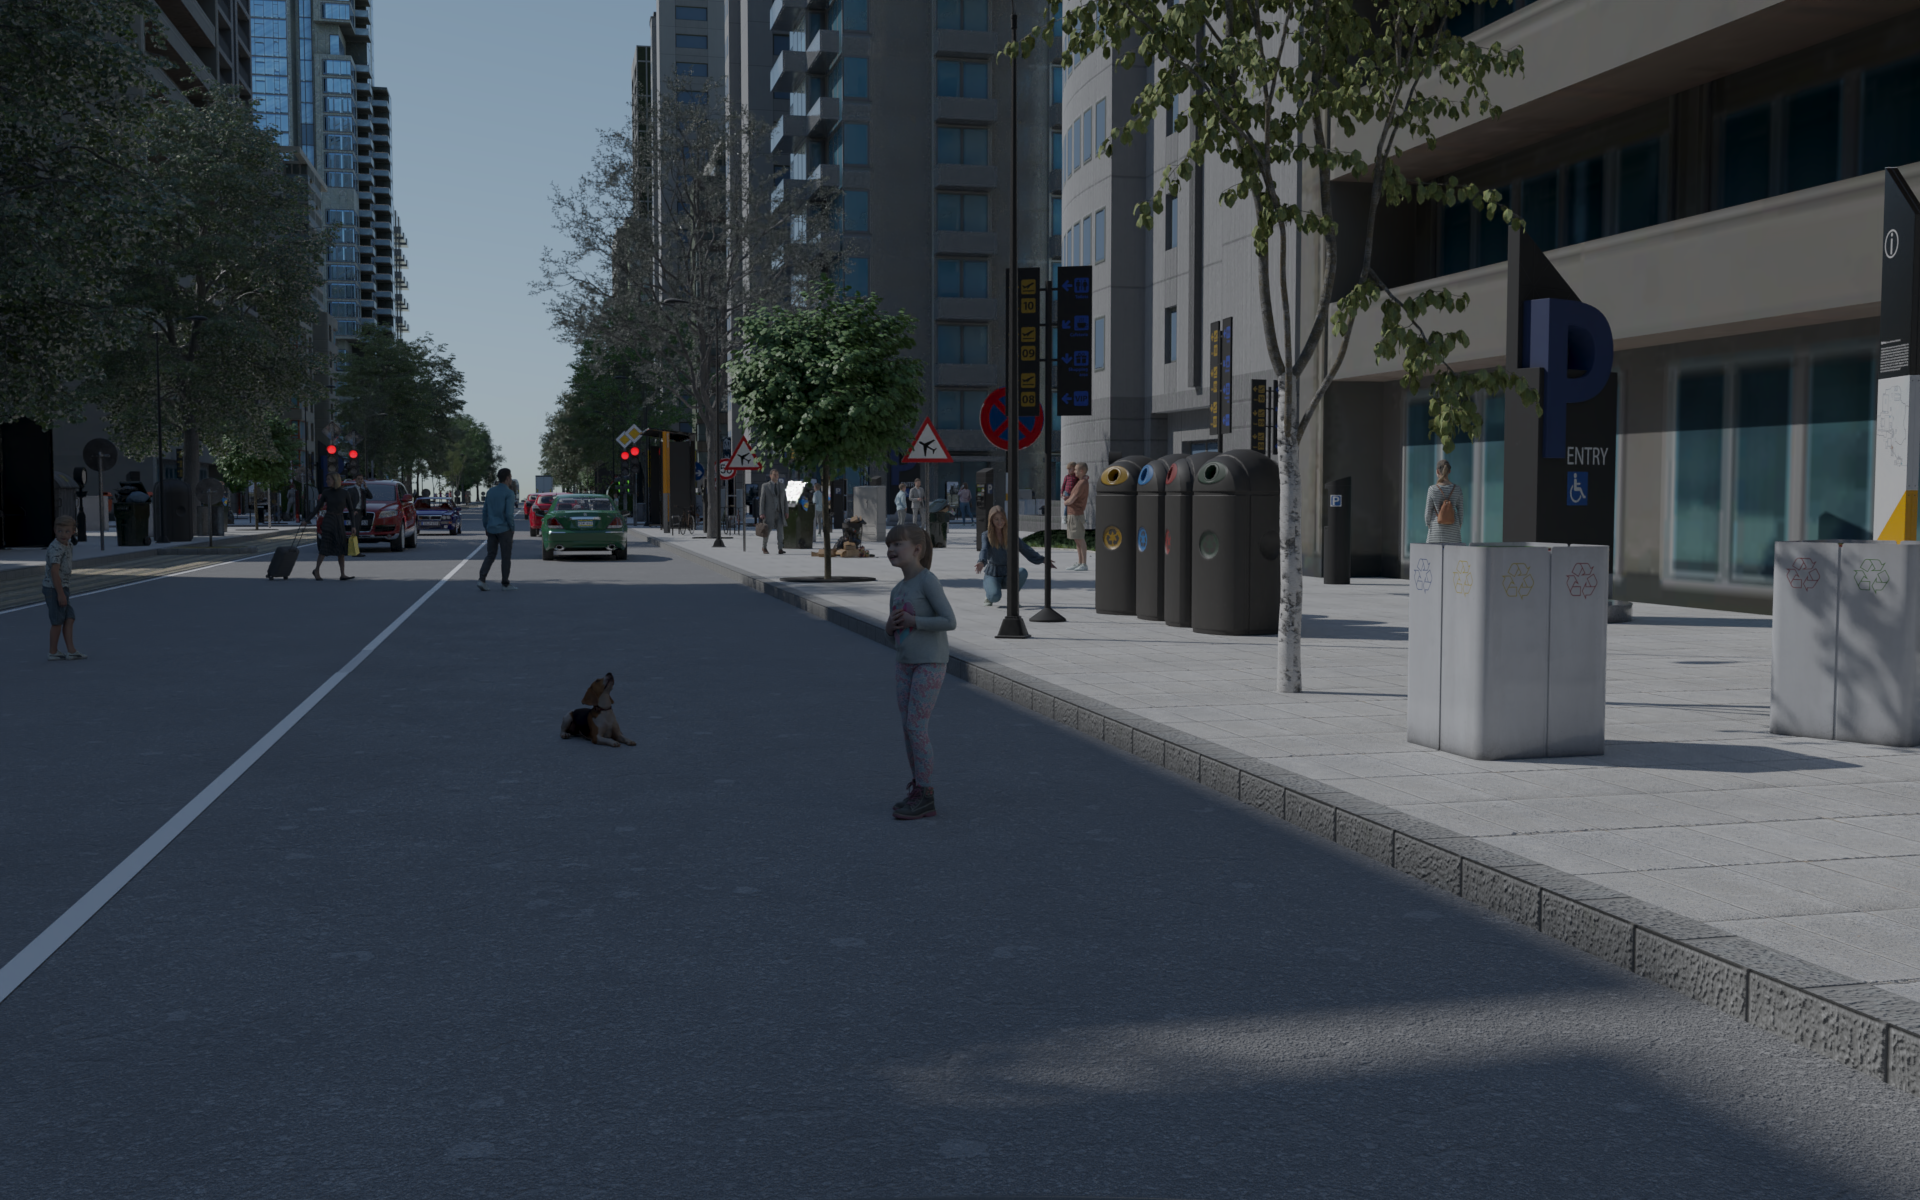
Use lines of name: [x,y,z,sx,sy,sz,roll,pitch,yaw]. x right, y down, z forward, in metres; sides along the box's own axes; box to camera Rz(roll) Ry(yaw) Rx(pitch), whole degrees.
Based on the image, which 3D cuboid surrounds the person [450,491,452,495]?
person: [-77.566,-15.739,264.049,0.551,1.740,0.621,1,4,19]

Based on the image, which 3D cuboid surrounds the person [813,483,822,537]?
person: [-4.274,-2.700,51.994,0.330,1.601,0.589,3,5,42]

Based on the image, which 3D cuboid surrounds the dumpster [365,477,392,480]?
dumpster: [-28.204,-4.849,84.230,1.985,2.255,1.502,-1,4,-12]

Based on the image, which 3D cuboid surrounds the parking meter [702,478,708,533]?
parking meter: [-8.264,-3.131,56.908,0.399,1.863,0.255,-1,4,-21]

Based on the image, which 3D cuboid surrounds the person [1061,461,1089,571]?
person: [1.959,-1.410,29.079,0.580,1.828,0.573,3,5,39]

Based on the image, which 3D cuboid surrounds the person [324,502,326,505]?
person: [-28.688,-4.173,78.544,0.425,1.301,0.394,1,4,13]

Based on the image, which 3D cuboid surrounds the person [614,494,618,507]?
person: [-18.174,-4.978,91.679,0.306,1.304,0.590,2,4,35]

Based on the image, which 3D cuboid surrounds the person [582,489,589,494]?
person: [-34.578,-9.413,159.940,1.348,1.824,0.705,-2,4,-25]

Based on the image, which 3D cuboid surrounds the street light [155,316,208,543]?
street light: [-20.306,-4.444,45.204,1.470,5.913,1.316,-1,4,-14]

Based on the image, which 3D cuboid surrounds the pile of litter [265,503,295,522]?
pile of litter: [-32.019,-4.098,80.974,1.719,0.858,1.176,-1,4,-19]

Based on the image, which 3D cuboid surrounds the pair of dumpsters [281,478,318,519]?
pair of dumpsters: [-33.866,-5.264,88.552,1.574,2.255,4.437,-1,4,-13]

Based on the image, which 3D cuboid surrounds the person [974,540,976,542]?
person: [0.683,-2.453,46.331,0.526,1.800,0.537,-1,4,-20]

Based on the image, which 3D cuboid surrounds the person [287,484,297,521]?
person: [-32.330,-4.732,83.685,0.573,1.790,0.520,2,4,31]

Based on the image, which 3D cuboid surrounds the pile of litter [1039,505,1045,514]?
pile of litter: [3.498,-3.364,68.972,1.719,0.858,1.176,3,4,37]

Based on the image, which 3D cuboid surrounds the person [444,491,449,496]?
person: [-79.448,-16.039,268.370,1.350,1.814,0.705,3,4,36]

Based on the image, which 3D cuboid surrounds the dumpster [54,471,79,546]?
dumpster: [-22.383,-2.233,42.262,1.264,1.857,1.865,-1,4,-14]

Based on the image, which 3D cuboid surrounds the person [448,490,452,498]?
person: [-56.772,-11.401,193.176,0.721,1.743,1.217,-2,4,-27]

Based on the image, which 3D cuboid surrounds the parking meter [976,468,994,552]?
parking meter: [0.553,-2.017,38.689,0.255,1.863,0.399,2,4,33]

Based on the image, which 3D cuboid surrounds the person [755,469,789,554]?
person: [-3.981,-1.886,36.984,0.694,1.812,0.767,-2,4,-27]

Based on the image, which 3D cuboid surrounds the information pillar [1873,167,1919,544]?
information pillar: [6.656,-1.281,12.298,0.183,3.616,0.504,0,4,4]

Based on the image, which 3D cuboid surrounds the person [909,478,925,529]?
person: [-1.361,-3.163,57.952,0.606,1.804,0.583,-3,4,-37]

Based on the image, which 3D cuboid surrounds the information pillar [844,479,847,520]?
information pillar: [-5.688,-4.903,84.651,0.304,2.012,0.304,-1,4,-20]

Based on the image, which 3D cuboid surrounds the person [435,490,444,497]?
person: [-58.396,-11.503,194.792,1.217,1.739,0.721,-2,4,-23]

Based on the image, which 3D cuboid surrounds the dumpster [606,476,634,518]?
dumpster: [-18.512,-5.634,94.612,1.502,2.255,1.985,-1,4,-14]

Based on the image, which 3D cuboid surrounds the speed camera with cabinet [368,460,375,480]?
speed camera with cabinet: [-35.155,-6.551,101.450,2.038,3.252,0.660,-1,4,-9]

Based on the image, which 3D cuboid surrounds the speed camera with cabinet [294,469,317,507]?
speed camera with cabinet: [-52.212,-8.760,137.566,0.660,3.252,2.038,3,5,43]

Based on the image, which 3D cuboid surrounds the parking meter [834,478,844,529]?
parking meter: [-4.476,-3.547,63.702,0.399,1.863,0.255,0,4,6]

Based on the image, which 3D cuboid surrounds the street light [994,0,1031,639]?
street light: [-0.054,-2.607,15.173,1.470,5.913,1.316,-1,4,-14]

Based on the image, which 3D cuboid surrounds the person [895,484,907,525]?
person: [-1.798,-2.805,53.710,0.330,1.601,0.589,-1,4,-19]

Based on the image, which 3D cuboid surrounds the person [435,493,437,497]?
person: [-68.873,-13.342,227.419,0.421,1.427,0.697,0,4,7]

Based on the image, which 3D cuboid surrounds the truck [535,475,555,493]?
truck: [-63.050,-16.756,262.877,2.839,4.237,11.283,-1,4,-12]

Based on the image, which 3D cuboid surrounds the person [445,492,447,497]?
person: [-89.113,-17.927,300.610,0.415,1.643,0.593,1,4,22]

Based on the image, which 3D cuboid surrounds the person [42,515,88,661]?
person: [-7.739,-0.108,14.950,0.352,1.250,0.332,2,4,27]

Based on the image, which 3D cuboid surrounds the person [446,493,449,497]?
person: [-68.020,-13.489,229.821,0.421,1.427,0.697,-1,4,-19]

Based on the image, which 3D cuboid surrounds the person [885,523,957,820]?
person: [-0.204,0.308,7.746,0.425,1.301,0.394,2,4,34]

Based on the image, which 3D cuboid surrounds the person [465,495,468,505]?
person: [-57.704,-11.884,202.757,0.705,1.831,1.348,0,4,-7]

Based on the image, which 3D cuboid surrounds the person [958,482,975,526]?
person: [0.281,-3.812,68.966,0.593,1.750,0.643,-3,4,-37]

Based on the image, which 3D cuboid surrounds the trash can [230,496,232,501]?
trash can: [-48.452,-6.278,114.298,0.748,1.137,0.748,0,3,0]

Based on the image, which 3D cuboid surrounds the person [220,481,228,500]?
person: [-27.644,-3.568,64.931,0.519,1.759,0.362,3,4,39]

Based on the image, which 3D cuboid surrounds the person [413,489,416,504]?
person: [-49.649,-9.253,158.055,0.721,1.736,1.217,-3,5,-41]

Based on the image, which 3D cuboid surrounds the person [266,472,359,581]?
person: [-10.717,-1.227,28.781,1.509,1.804,0.699,1,4,20]

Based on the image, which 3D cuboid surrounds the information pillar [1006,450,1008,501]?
information pillar: [1.862,-4.666,67.646,0.183,3.616,0.504,0,4,7]

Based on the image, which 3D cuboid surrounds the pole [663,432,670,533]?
pole: [-9.590,-3.838,56.597,0.158,3.312,0.155,0,3,0]

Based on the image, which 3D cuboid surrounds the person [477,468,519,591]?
person: [-6.875,-1.050,25.680,0.660,1.820,0.620,2,4,26]

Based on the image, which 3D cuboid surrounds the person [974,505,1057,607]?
person: [0.586,-0.496,19.645,1.012,1.151,0.738,-1,4,-12]

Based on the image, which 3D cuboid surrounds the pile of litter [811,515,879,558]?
pile of litter: [-2.357,-1.303,35.267,1.176,0.858,1.719,-2,4,-26]

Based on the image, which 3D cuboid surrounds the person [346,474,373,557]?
person: [-13.769,-1.948,39.707,0.474,1.900,0.648,1,4,8]

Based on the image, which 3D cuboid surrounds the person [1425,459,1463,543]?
person: [5.874,-0.858,21.076,0.512,1.701,0.522,0,4,-1]

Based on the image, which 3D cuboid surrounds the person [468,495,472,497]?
person: [-77.865,-16.372,274.435,1.217,1.736,0.721,-3,4,-39]

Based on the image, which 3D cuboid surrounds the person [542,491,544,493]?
person: [-59.296,-14.536,246.152,0.705,1.826,1.348,-1,4,-22]

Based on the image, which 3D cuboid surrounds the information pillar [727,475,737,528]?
information pillar: [-8.662,-3.747,65.760,0.304,2.012,0.304,0,4,5]
